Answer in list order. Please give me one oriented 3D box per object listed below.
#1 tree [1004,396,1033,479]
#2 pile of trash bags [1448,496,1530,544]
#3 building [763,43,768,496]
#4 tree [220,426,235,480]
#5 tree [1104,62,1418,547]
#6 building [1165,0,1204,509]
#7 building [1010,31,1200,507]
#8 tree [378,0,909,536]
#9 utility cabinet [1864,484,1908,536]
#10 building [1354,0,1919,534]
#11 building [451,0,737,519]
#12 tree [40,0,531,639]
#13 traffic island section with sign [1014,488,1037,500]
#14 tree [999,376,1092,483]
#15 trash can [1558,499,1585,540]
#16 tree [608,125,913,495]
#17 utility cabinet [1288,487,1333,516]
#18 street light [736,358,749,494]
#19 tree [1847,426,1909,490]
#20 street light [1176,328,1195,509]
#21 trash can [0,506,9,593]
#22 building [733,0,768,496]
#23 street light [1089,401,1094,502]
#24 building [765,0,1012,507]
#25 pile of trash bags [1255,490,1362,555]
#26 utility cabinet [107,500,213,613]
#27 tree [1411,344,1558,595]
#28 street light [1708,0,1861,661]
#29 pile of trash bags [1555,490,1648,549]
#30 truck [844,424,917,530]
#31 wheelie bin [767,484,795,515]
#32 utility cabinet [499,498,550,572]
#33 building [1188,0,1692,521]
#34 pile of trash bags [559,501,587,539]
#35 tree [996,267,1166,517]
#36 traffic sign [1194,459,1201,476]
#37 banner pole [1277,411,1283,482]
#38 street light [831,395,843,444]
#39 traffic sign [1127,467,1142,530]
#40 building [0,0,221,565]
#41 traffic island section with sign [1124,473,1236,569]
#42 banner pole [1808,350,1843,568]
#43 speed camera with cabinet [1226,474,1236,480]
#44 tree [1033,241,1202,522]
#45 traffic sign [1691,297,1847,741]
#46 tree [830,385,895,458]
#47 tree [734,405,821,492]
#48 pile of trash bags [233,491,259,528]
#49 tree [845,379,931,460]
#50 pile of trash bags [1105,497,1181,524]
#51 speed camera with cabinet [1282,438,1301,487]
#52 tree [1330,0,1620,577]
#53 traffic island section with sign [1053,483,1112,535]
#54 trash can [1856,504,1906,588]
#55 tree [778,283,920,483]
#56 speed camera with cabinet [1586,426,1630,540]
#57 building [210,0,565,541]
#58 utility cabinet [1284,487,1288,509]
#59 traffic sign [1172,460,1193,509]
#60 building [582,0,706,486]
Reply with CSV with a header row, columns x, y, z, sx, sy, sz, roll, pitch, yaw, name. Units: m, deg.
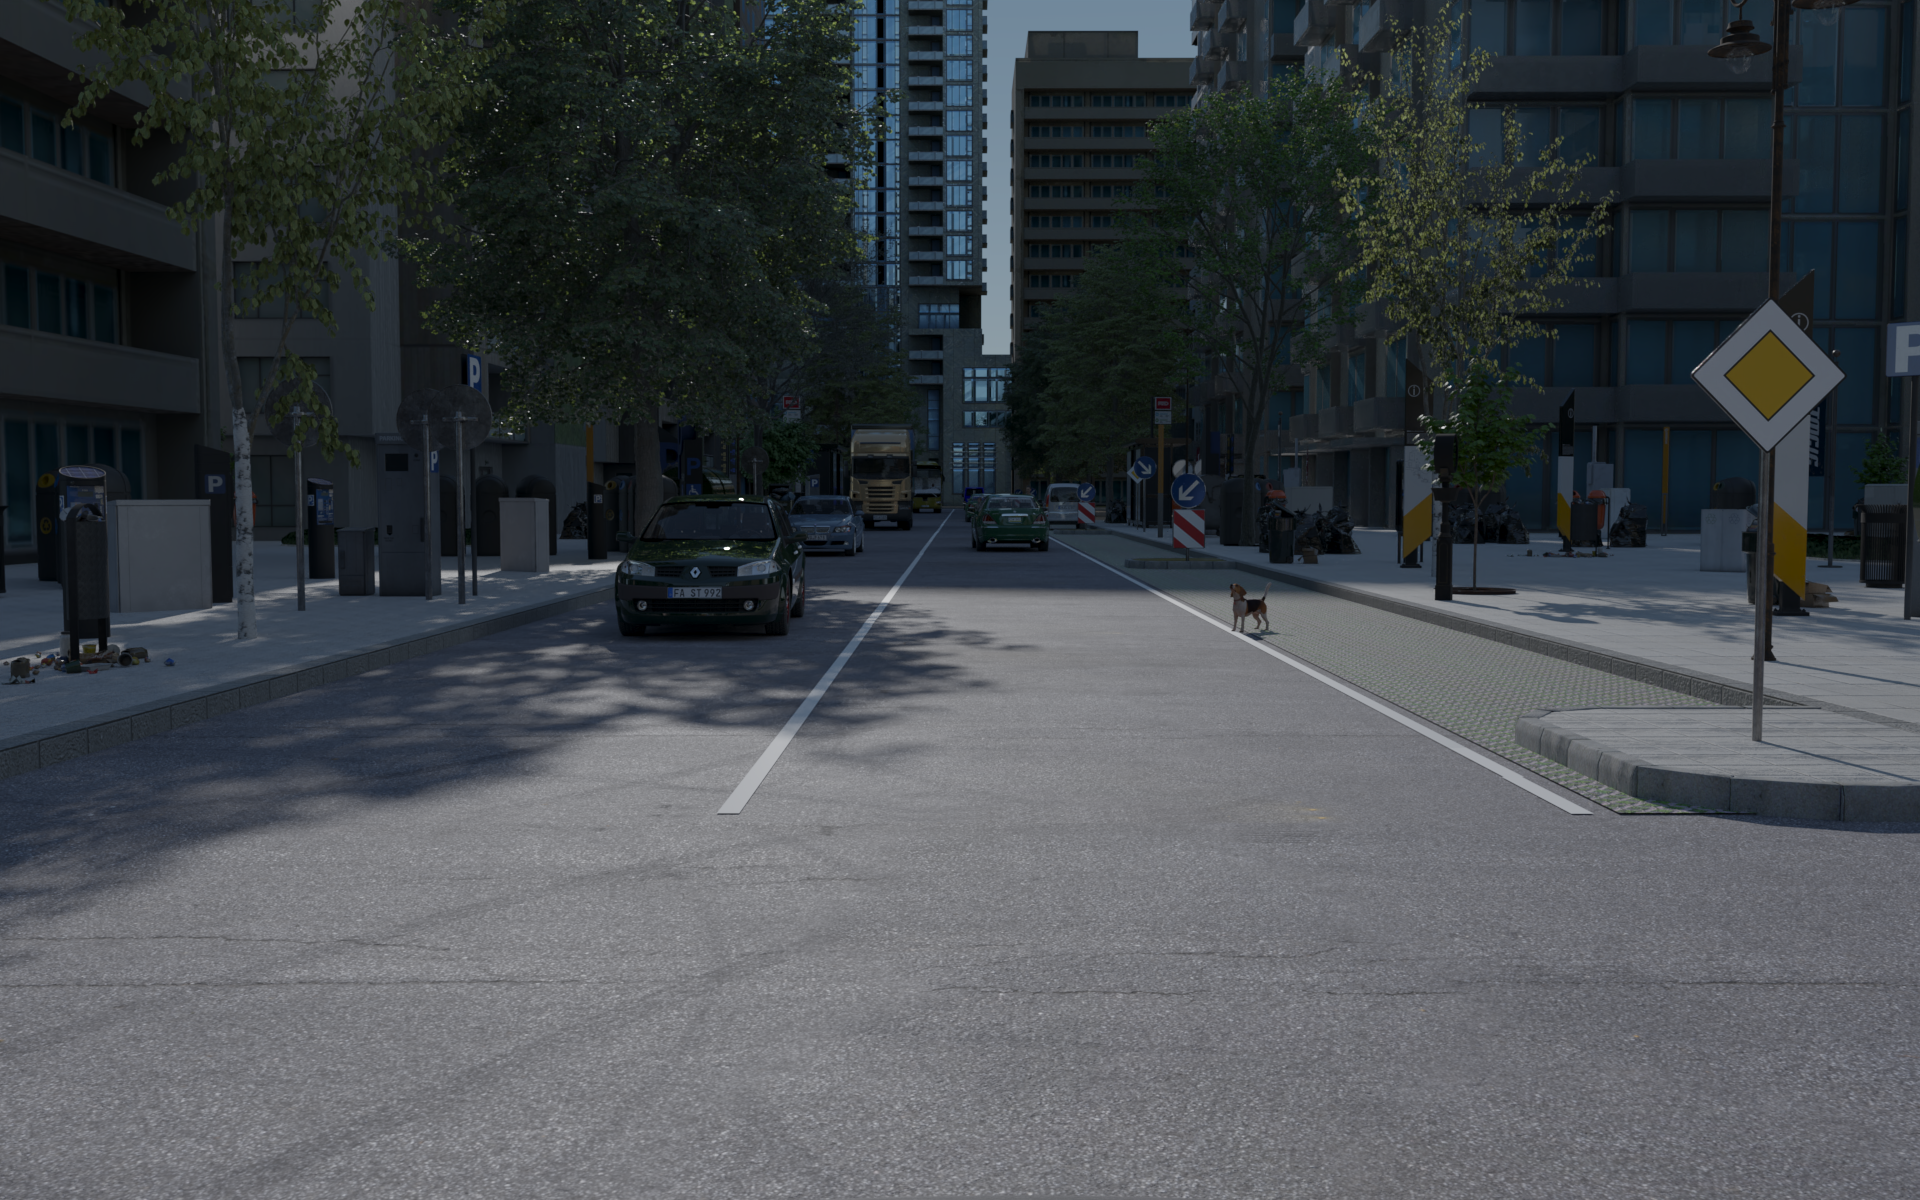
x,y,z,sx,sy,sz,roll,pitch,yaw,name
7.371,-14.187,150.078,7.486,12.596,7.792,0,3,0,tree
14.316,-2.154,44.972,3.447,1.369,1.912,1,4,12,pile of trash bags
-29.097,-29.719,140.527,28.867,44.769,22.147,0,4,0,building
-18.667,-2.951,42.853,1.663,3.219,1.824,0,3,0,tree
7.223,-7.117,42.114,9.928,11.665,9.643,0,3,0,tree
26.598,-50.287,134.870,22.319,86.520,31.000,0,4,0,building
16.101,-34.375,185.731,21.600,48.544,21.300,0,4,0,building
-5.794,-7.658,31.869,9.857,13.997,8.962,0,3,0,tree
20.508,-1.793,37.999,1.173,1.500,0.318,3,4,38,utility cabinet
25.774,-27.432,68.115,23.786,49.044,30.456,0,4,0,building
-21.467,-25.786,105.197,14.154,41.232,14.086,0,4,0,building
-6.100,-3.964,15.169,4.737,8.622,4.395,0,3,0,tree
4.483,-6.297,111.576,1.989,1.847,2.006,0,4,0,traffic island section with sign
6.687,-11.189,117.351,8.767,10.594,7.601,1,4,9,tree
17.203,-2.273,48.823,0.748,1.137,0.748,0,3,0,trash can
-6.433,-8.868,55.355,12.009,13.543,11.850,0,3,0,tree
10.377,-2.594,51.093,1.173,1.500,0.318,1,4,15,utility cabinet
-5.702,-4.382,44.440,0.468,5.910,1.993,0,4,0,street light
26.274,-3.370,49.694,1.663,3.219,1.824,0,3,0,tree
6.317,-4.610,48.163,0.468,5.910,1.993,0,4,0,street light
-12.108,-0.591,21.320,0.748,1.137,0.748,0,3,0,trash can
-21.057,-28.699,119.335,14.600,45.320,14.200,0,4,0,building
6.359,-6.783,83.695,0.468,5.910,1.993,0,4,0,street light
-10.201,-53.296,184.067,31.000,86.520,22.319,0,4,0,building
7.404,-1.731,38.060,1.912,1.369,3.447,-1,4,-10,pile of trash bags
-8.828,-0.486,19.109,0.306,1.237,1.020,3,5,43,utility cabinet
6.669,-1.709,22.543,1.663,3.219,1.824,0,3,0,tree
6.209,-2.472,13.203,0.468,5.910,1.993,0,4,0,street light
15.550,-1.958,41.763,1.912,1.369,3.447,2,4,26,pile of trash bags
-3.151,-5.056,71.584,2.839,4.237,11.283,0,4,-1,truck
-5.613,-2.823,54.066,0.980,1.594,0.693,-1,4,-18,wheelie bin
-7.232,-1.077,28.774,1.020,1.237,0.306,3,5,41,utility cabinet
26.054,-29.709,105.345,23.786,49.044,30.456,0,4,0,building
-10.208,-2.496,50.564,1.912,1.369,3.447,1,4,14,pile of trash bags
7.434,-11.716,98.213,9.857,13.997,8.962,0,3,0,tree
8.781,-3.801,62.255,0.768,2.556,0.104,0,4,1,traffic sign
9.625,-3.807,52.256,0.401,3.779,0.863,1,4,16,banner pole
-5.643,-6.531,79.570,0.468,5.910,1.993,0,4,0,street light
6.329,-3.703,61.729,0.795,2.450,0.064,0,4,8,traffic sign
-26.850,-24.611,26.097,21.300,48.544,21.600,0,4,0,building
4.235,-1.531,33.666,1.989,1.847,2.006,0,4,0,traffic island section with sign
15.100,-2.468,30.374,0.401,3.779,0.863,-2,4,-30,banner pole
13.011,-5.302,81.031,0.660,3.252,2.038,-1,4,-12,speed camera with cabinet
7.189,-9.792,78.227,7.486,12.596,7.792,0,3,0,tree
4.140,-0.324,8.943,0.795,2.450,0.064,0,4,0,traffic sign
-6.409,-9.798,110.558,4.360,8.622,3.978,0,3,0,tree
-6.786,-4.912,64.023,4.285,4.588,4.351,0,3,0,tree
-18.097,-1.864,40.237,3.447,1.369,1.912,-3,4,-38,pile of trash bags
-6.435,-13.869,152.518,9.928,11.665,9.643,0,3,0,tree
8.065,-4.048,75.942,3.447,1.369,1.912,1,4,9,pile of trash bags
11.832,-4.146,62.131,0.660,3.252,2.038,0,4,8,speed camera with cabinet
7.422,-4.646,26.324,4.360,8.622,3.978,0,3,0,tree
4.333,-3.242,61.639,1.989,1.847,2.006,0,4,0,traffic island section with sign
12.699,-0.741,23.768,0.748,1.137,0.748,0,3,0,trash can
-5.930,-10.716,93.334,7.486,12.596,7.792,0,3,0,tree
18.593,-3.384,49.663,0.660,3.252,2.038,0,4,1,speed camera with cabinet
-19.842,-22.538,52.094,14.154,41.232,14.086,0,4,0,building
10.986,-2.910,56.256,1.173,1.500,0.318,2,4,24,utility cabinet
8.244,-3.918,64.159,0.768,2.556,0.104,0,4,1,traffic sign
-21.488,-19.537,91.127,14.160,30.474,14.107,0,4,0,building
